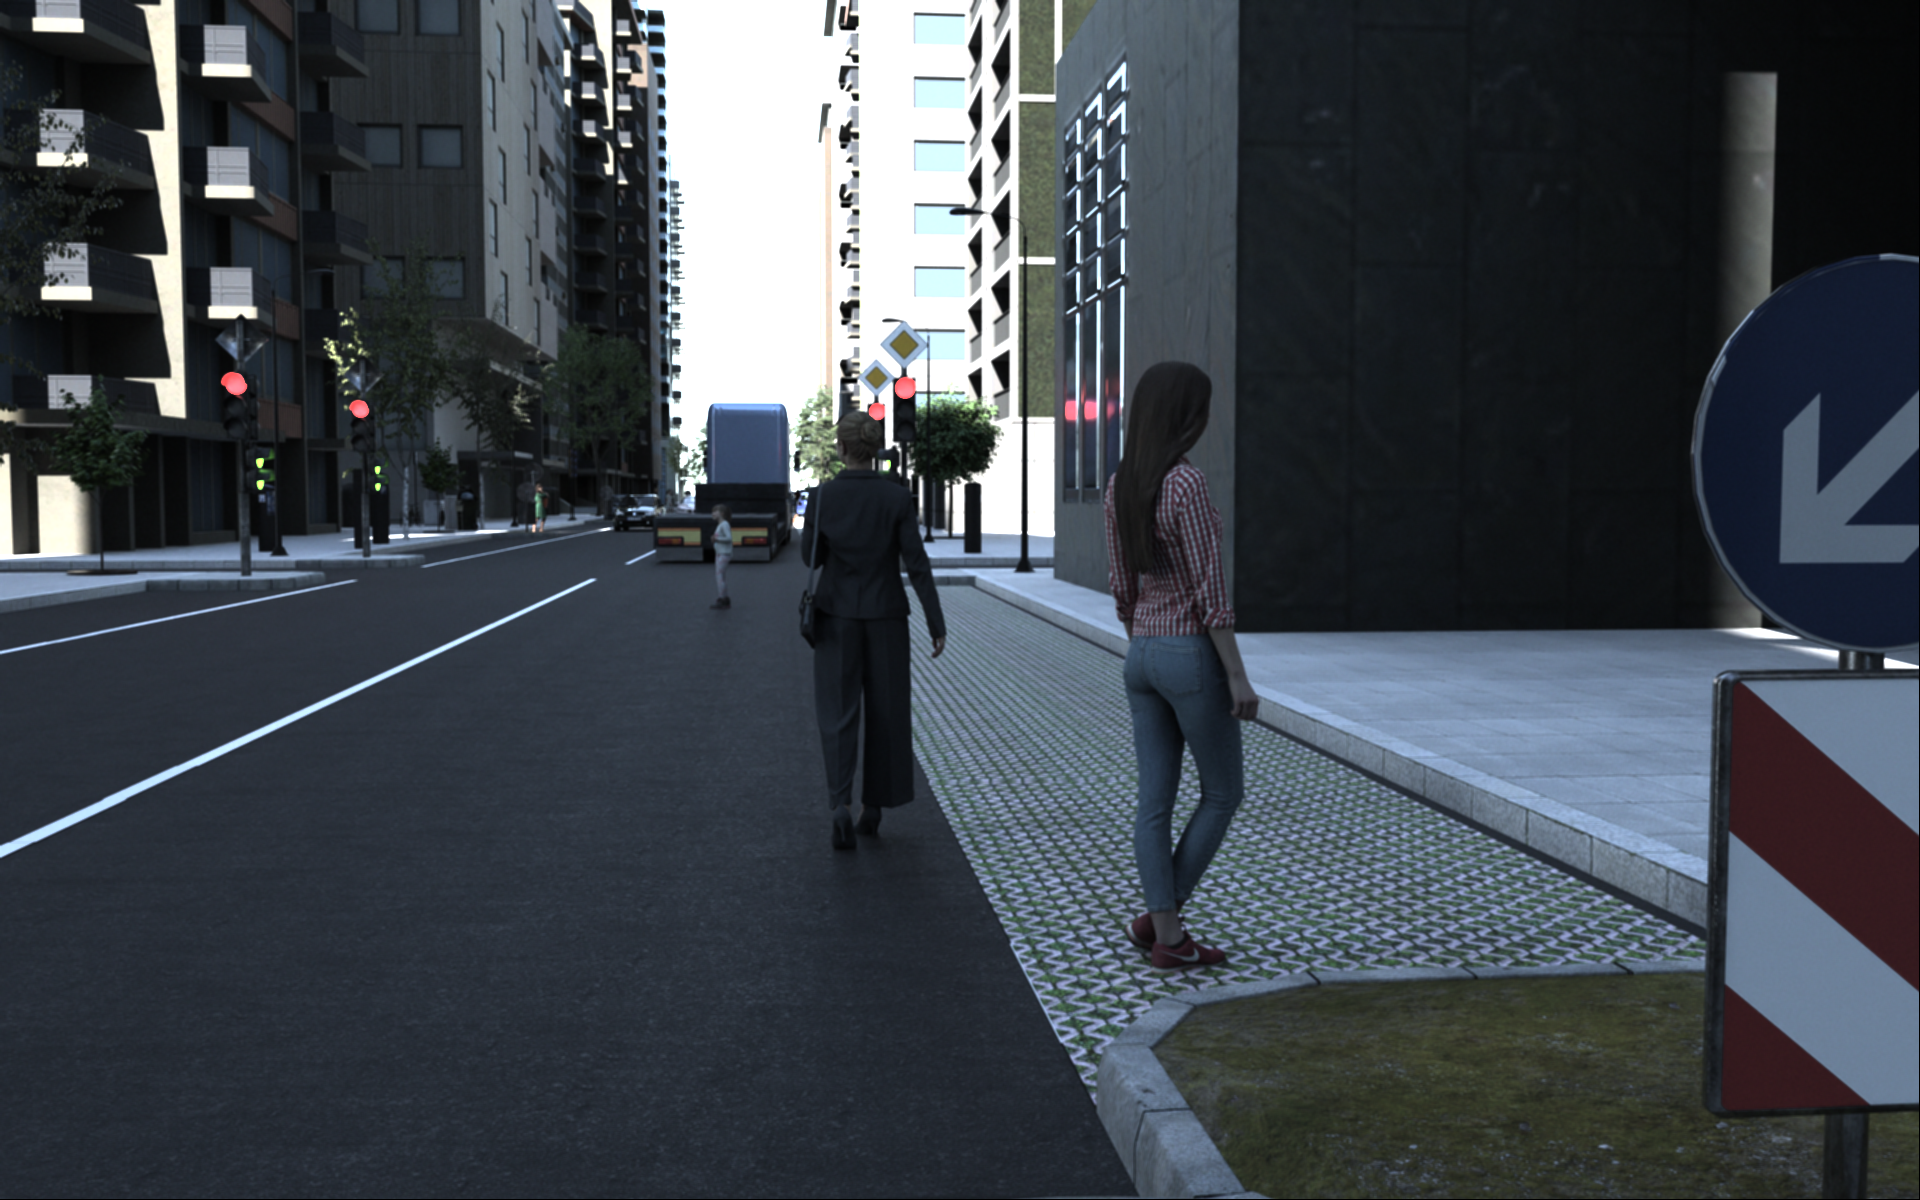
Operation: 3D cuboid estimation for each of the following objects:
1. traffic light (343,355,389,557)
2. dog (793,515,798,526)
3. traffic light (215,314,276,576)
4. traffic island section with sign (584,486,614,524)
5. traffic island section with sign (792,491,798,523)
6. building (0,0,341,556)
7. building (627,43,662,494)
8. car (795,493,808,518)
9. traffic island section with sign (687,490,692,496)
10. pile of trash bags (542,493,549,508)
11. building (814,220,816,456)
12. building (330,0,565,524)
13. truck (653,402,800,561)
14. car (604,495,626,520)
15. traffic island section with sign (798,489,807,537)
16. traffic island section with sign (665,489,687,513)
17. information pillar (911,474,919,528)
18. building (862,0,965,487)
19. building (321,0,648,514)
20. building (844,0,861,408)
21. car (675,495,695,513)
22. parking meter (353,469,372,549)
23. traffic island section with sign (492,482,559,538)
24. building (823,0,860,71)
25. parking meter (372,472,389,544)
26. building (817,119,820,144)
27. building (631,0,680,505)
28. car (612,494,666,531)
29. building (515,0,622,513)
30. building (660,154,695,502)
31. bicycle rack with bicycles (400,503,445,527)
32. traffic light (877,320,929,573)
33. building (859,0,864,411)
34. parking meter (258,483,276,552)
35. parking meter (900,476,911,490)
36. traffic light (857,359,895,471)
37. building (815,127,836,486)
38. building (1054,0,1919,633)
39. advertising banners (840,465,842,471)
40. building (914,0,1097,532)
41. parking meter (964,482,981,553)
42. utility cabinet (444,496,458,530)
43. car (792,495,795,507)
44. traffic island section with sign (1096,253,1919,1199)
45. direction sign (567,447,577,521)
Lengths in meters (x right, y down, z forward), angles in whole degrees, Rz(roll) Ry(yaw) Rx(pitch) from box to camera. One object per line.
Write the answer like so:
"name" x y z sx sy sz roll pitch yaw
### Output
"traffic light" -12.010 -2.818 34.990 0.839 4.253 0.868 0 4 -6
"dog" -7.612 -3.591 77.998 0.540 0.507 0.406 -2 4 -29
"traffic light" -11.179 -2.332 27.048 0.839 4.253 0.868 0 4 -6
"traffic island section with sign" -17.212 -4.634 84.400 1.989 1.847 2.006 0 4 -6
"traffic island section with sign" -7.205 -4.701 85.484 1.989 1.847 2.006 0 4 -6
"building" -29.336 -24.007 47.134 22.147 44.769 28.867 0 4 -6
"building" -36.782 -31.747 169.167 14.600 45.320 14.200 0 4 -6
"car" -9.197 -5.930 106.548 1.945 1.707 3.694 0 4 -5
"traffic island section with sign" -25.279 -9.347 161.449 1.989 1.847 2.006 0 4 -6
"pile of trash bags" -25.557 -5.560 100.665 3.447 1.369 1.912 0 4 7
"building" -13.443 -36.632 249.051 14.600 45.320 14.200 0 4 -6
"building" -34.461 -30.179 82.666 28.713 52.752 27.495 0 4 -6
"truck" -5.789 -3.376 44.955 2.967 4.110 18.799 0 4 -4
"car" -17.608 -4.806 90.579 2.014 1.417 4.499 0 4 -7
"traffic island section with sign" -4.370 -3.041 58.349 1.989 1.847 2.006 0 4 -6
"traffic island section with sign" -22.465 -7.707 134.640 1.989 1.847 2.006 0 4 -6
"information pillar" -1.680 -3.700 64.984 0.304 2.012 0.304 0 4 -1
"building" 5.018 -33.959 97.221 21.231 58.520 28.212 0 4 -6
"building" -38.500 -30.118 147.046 22.147 44.769 28.867 0 4 -6
"building" 1.645 -29.989 144.937 22.147 44.769 28.867 0 4 -6
"car" -14.183 -4.929 92.945 2.083 1.381 4.827 0 4 -5
"parking meter" -14.092 -2.142 40.735 0.255 1.863 0.399 0 4 -6
"traffic island section with sign" -14.410 -2.995 57.591 1.989 1.847 2.006 0 4 -6
"building" 1.136 -35.699 172.921 28.713 52.752 27.495 0 4 -6
"parking meter" -14.898 -2.374 44.524 0.255 1.863 0.399 2 4 27
"building" -4.087 -39.122 228.877 28.713 52.752 27.495 0 4 -6
"building" -44.746 -54.664 206.431 22.319 86.520 31.000 0 4 -6
"car" -12.574 -3.565 68.077 2.009 1.686 4.222 0 4 -4
"building" -40.495 -26.187 120.040 32.217 40.220 23.993 0 4 -6
"building" -49.091 -37.831 238.139 23.786 49.044 30.456 0 4 -6
"bicycle rack with bicycles" -20.673 -3.335 67.906 2.852 0.926 2.925 0 4 -6
"traffic light" -0.925 -2.398 28.133 0.839 4.253 0.868 0 4 -6
"building" -0.150 -26.870 122.920 14.154 41.232 14.086 0 4 -6
"parking meter" -15.452 -1.848 38.620 0.372 1.533 0.369 0 3 0
"parking meter" -1.844 -3.170 57.546 0.255 1.863 0.399 3 4 39
"traffic light" -1.756 -2.884 36.075 0.839 4.253 0.868 0 4 -6
"building" -9.459 -34.085 207.404 14.600 45.320 14.200 0 4 -6
"building" 14.140 -42.622 9.543 22.319 86.520 31.000 0 4 -6
"advertising banners" -6.949 -6.551 103.302 0.090 3.025 2.074 1 4 9
"building" 9.244 -38.155 62.081 20.563 71.187 20.611 0 4 -6
"parking meter" 0.279 -1.790 37.684 0.372 1.533 0.369 0 3 0
"utility cabinet" -18.228 -3.161 62.838 0.306 1.237 1.020 2 4 28
"car" -16.156 -9.856 173.142 2.014 1.417 4.499 0 4 -7
"traffic island section with sign" 1.349 0.305 3.645 1.989 1.847 2.006 0 4 -6
"direction sign" -19.245 -5.758 86.141 0.379 3.537 0.876 1 4 13
